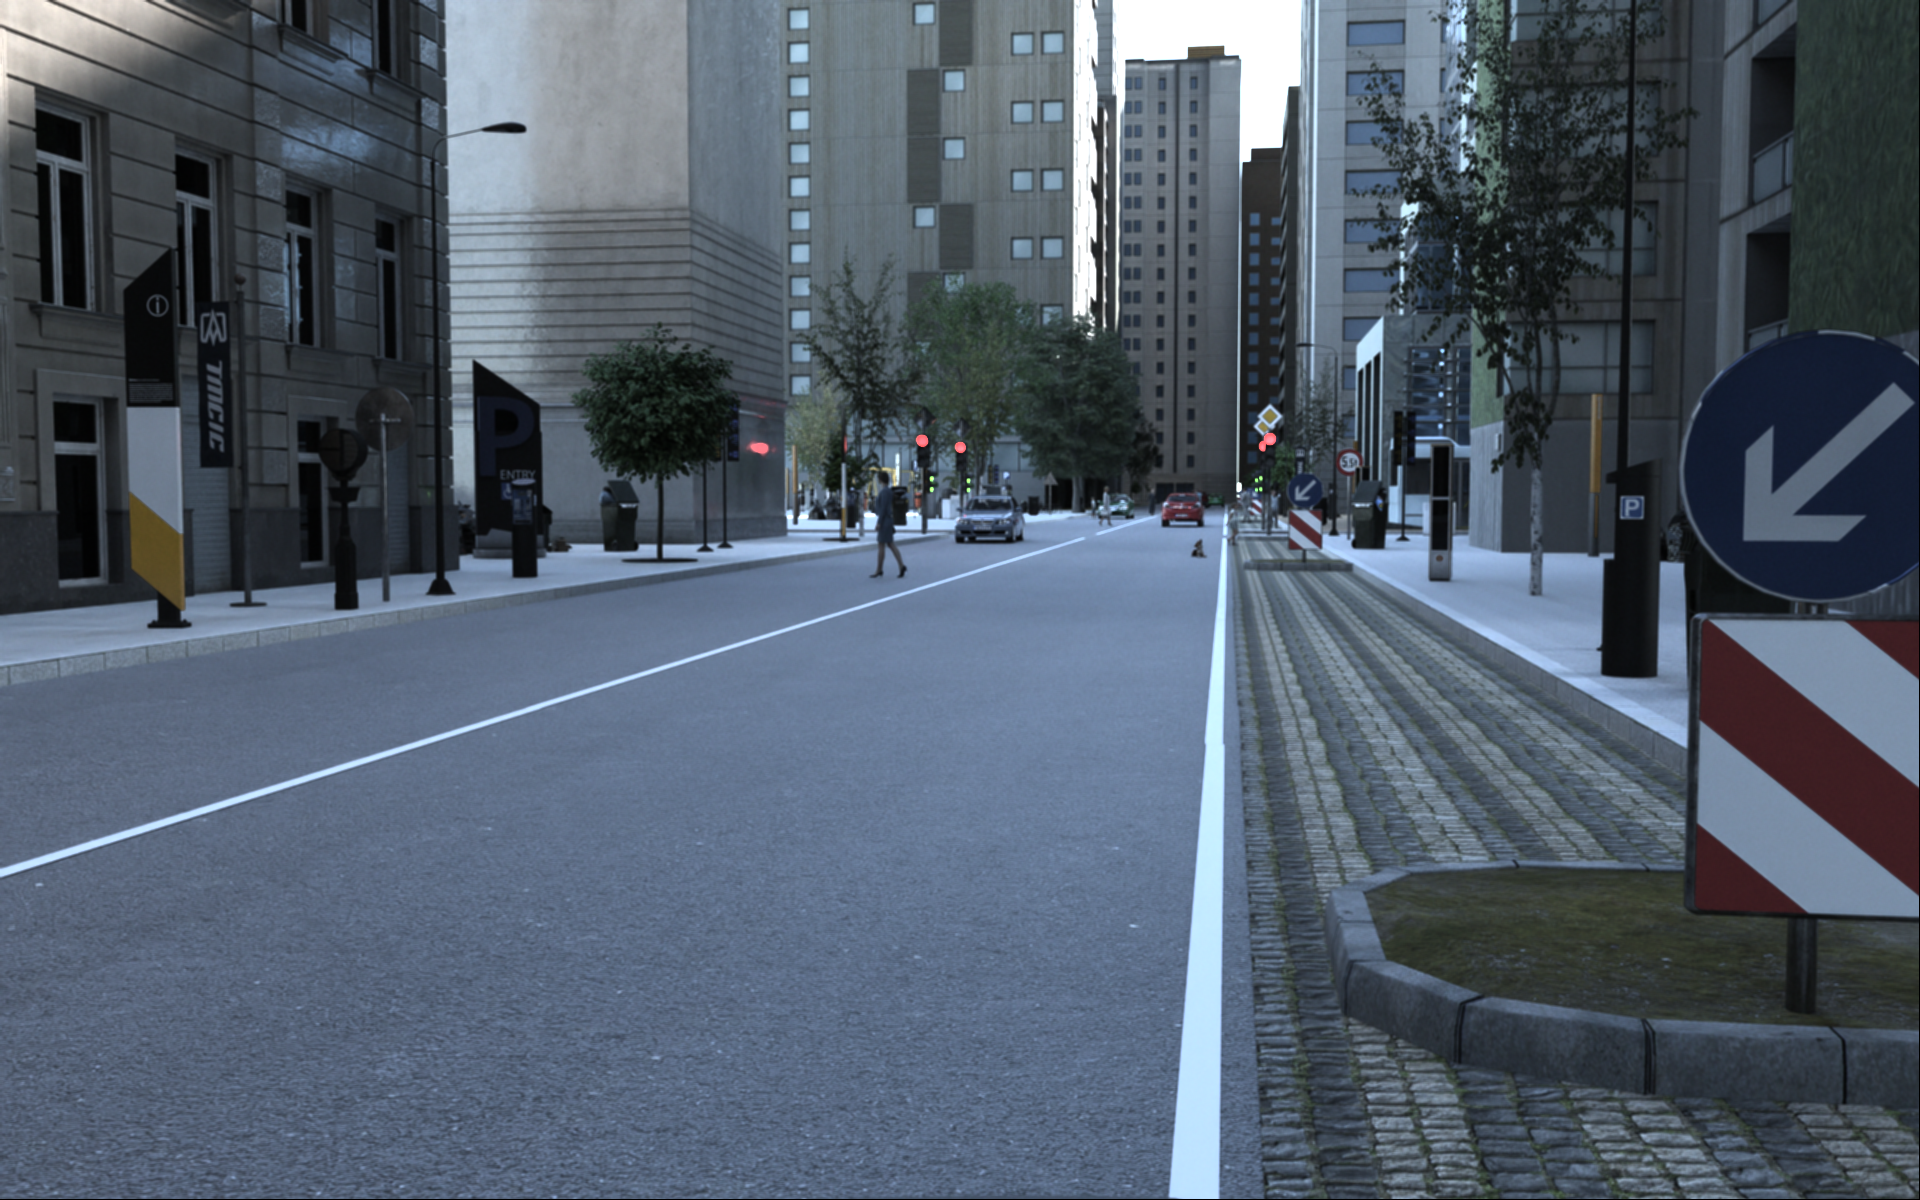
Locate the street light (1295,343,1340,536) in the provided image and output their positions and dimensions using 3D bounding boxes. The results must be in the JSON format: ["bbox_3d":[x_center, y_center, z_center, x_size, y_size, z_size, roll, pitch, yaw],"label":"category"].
[{"bbox_3d":[10.982,-4.936,53.240,1.470,5.913,1.316,1,4,9],"label":"street light"}]

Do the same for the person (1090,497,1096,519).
[{"bbox_3d":[7.763,-5.370,100.980,0.332,1.250,0.352,-2,4,-27],"label":"person"}]

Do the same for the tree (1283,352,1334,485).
[{"bbox_3d":[18.735,-8.595,90.896,4.360,8.622,3.978,0,3,0],"label":"tree"}]

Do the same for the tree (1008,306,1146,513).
[{"bbox_3d":[7.748,-12.818,116.236,9.857,13.997,8.962,0,3,0],"label":"tree"}]

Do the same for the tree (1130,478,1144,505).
[{"bbox_3d":[20.692,-12.743,202.943,1.663,3.219,1.824,0,3,0],"label":"tree"}]

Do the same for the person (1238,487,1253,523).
[{"bbox_3d":[14.001,-4.649,84.791,0.678,1.792,0.850,-3,5,-40],"label":"person"}]

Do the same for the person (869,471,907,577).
[{"bbox_3d":[-1.246,-1.298,29.738,0.654,1.822,0.581,2,4,30],"label":"person"}]

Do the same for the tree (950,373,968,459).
[{"bbox_3d":[-1.672,-9.033,98.051,4.360,8.622,3.978,0,3,0],"label":"tree"}]

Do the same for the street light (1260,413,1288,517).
[{"bbox_3d":[17.580,-7.568,96.284,1.470,5.913,1.316,1,4,9],"label":"street light"}]

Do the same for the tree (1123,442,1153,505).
[{"bbox_3d":[21.613,-15.797,208.647,4.737,8.622,4.395,0,3,0],"label":"tree"}]

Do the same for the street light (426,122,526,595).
[{"bbox_3d":[-6.105,-3.017,21.868,1.470,5.913,1.316,1,4,9],"label":"street light"}]

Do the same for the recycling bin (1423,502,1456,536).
[{"bbox_3d":[14.770,-2.496,53.356,0.722,1.027,0.722,-2,4,-35],"label":"recycling bin"}]

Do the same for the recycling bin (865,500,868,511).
[{"bbox_3d":[-7.281,-7.118,128.930,0.722,1.027,0.722,-2,4,-29],"label":"recycling bin"}]

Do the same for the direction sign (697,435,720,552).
[{"bbox_3d":[-5.688,-2.848,38.570,0.379,3.537,0.876,-1,4,-20],"label":"direction sign"}]

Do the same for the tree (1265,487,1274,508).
[{"bbox_3d":[29.244,-10.378,164.286,1.663,3.219,1.824,0,3,0],"label":"tree"}]

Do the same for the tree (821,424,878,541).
[{"bbox_3d":[-3.327,-3.253,47.782,1.663,3.219,1.824,0,3,0],"label":"tree"}]

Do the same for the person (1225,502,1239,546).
[{"bbox_3d":[7.588,-2.125,48.259,0.382,1.210,0.505,1,4,14],"label":"person"}]

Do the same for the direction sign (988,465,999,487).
[{"bbox_3d":[2.594,-8.744,134.959,0.876,3.537,0.379,2,4,23],"label":"direction sign"}]

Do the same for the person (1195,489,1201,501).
[{"bbox_3d":[18.127,-7.541,131.813,0.660,1.820,0.620,3,4,38],"label":"person"}]

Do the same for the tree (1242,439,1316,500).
[{"bbox_3d":[19.717,-7.378,104.344,4.285,4.588,4.351,0,3,0],"label":"tree"}]

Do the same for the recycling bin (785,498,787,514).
[{"bbox_3d":[-11.581,-6.043,111.349,0.722,1.027,0.722,1,4,13],"label":"recycling bin"}]

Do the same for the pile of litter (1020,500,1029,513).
[{"bbox_3d":[4.628,-6.354,117.845,1.176,0.858,1.719,2,4,33],"label":"pile of litter"}]

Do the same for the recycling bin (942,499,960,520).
[{"bbox_3d":[-0.415,-4.544,86.848,0.722,1.027,0.722,-3,4,-36],"label":"recycling bin"}]

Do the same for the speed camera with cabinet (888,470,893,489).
[{"bbox_3d":[-5.028,-8.861,139.205,0.660,3.252,2.038,-3,5,-44],"label":"speed camera with cabinet"}]

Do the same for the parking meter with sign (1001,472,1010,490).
[{"bbox_3d":[3.502,-8.601,136.879,0.543,3.016,1.738,1,4,13],"label":"parking meter with sign"}]

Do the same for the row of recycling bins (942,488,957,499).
[{"bbox_3d":[-0.754,-6.784,118.033,1.069,1.692,3.534,0,4,-3],"label":"row of recycling bins"}]

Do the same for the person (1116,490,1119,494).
[{"bbox_3d":[12.457,-7.802,136.402,0.599,1.781,0.374,0,4,8],"label":"person"}]

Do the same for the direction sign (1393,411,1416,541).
[{"bbox_3d":[12.164,-3.392,47.460,0.876,3.537,0.379,-3,4,-36],"label":"direction sign"}]

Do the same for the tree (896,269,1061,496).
[{"bbox_3d":[0.887,-9.411,79.621,9.928,11.665,9.643,0,3,0],"label":"tree"}]

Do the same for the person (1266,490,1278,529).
[{"bbox_3d":[12.297,-3.528,67.990,0.589,1.601,0.330,-1,4,-22],"label":"person"}]

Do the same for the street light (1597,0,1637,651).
[{"bbox_3d":[4.869,-2.543,14.113,1.470,5.913,1.316,1,4,9],"label":"street light"}]

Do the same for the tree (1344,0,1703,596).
[{"bbox_3d":[7.060,-4.365,21.729,4.360,8.622,3.978,0,3,0],"label":"tree"}]

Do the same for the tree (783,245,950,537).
[{"bbox_3d":[-2.734,-6.224,52.118,4.360,8.622,3.978,0,3,0],"label":"tree"}]

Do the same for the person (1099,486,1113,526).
[{"bbox_3d":[6.584,-4.246,78.279,0.624,1.780,0.694,1,4,19],"label":"person"}]

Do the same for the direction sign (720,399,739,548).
[{"bbox_3d":[-5.602,-3.009,41.188,0.379,3.537,0.876,3,5,43],"label":"direction sign"}]

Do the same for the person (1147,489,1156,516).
[{"bbox_3d":[12.642,-6.434,114.125,0.576,1.772,0.534,-1,4,-18],"label":"person"}]

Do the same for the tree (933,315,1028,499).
[{"bbox_3d":[0.845,-7.430,71.844,4.737,8.622,4.395,0,3,0],"label":"tree"}]

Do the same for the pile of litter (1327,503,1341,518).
[{"bbox_3d":[20.083,-4.939,94.720,1.719,0.858,1.176,0,4,8],"label":"pile of litter"}]

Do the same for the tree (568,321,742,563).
[{"bbox_3d":[-5.781,-3.006,32.862,4.285,4.588,4.351,0,3,0],"label":"tree"}]

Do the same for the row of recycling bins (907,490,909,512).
[{"bbox_3d":[-4.109,-6.945,120.663,1.069,1.692,3.534,0,4,3],"label":"row of recycling bins"}]

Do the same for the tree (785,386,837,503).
[{"bbox_3d":[-9.790,-10.126,115.914,4.737,8.622,4.395,0,3,0],"label":"tree"}]

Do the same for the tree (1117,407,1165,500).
[{"bbox_3d":[18.595,-15.348,185.355,7.601,10.594,8.767,-2,4,-25],"label":"tree"}]

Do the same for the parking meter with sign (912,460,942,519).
[{"bbox_3d":[-1.565,-5.693,89.347,1.738,3.016,0.543,1,4,19],"label":"parking meter with sign"}]
